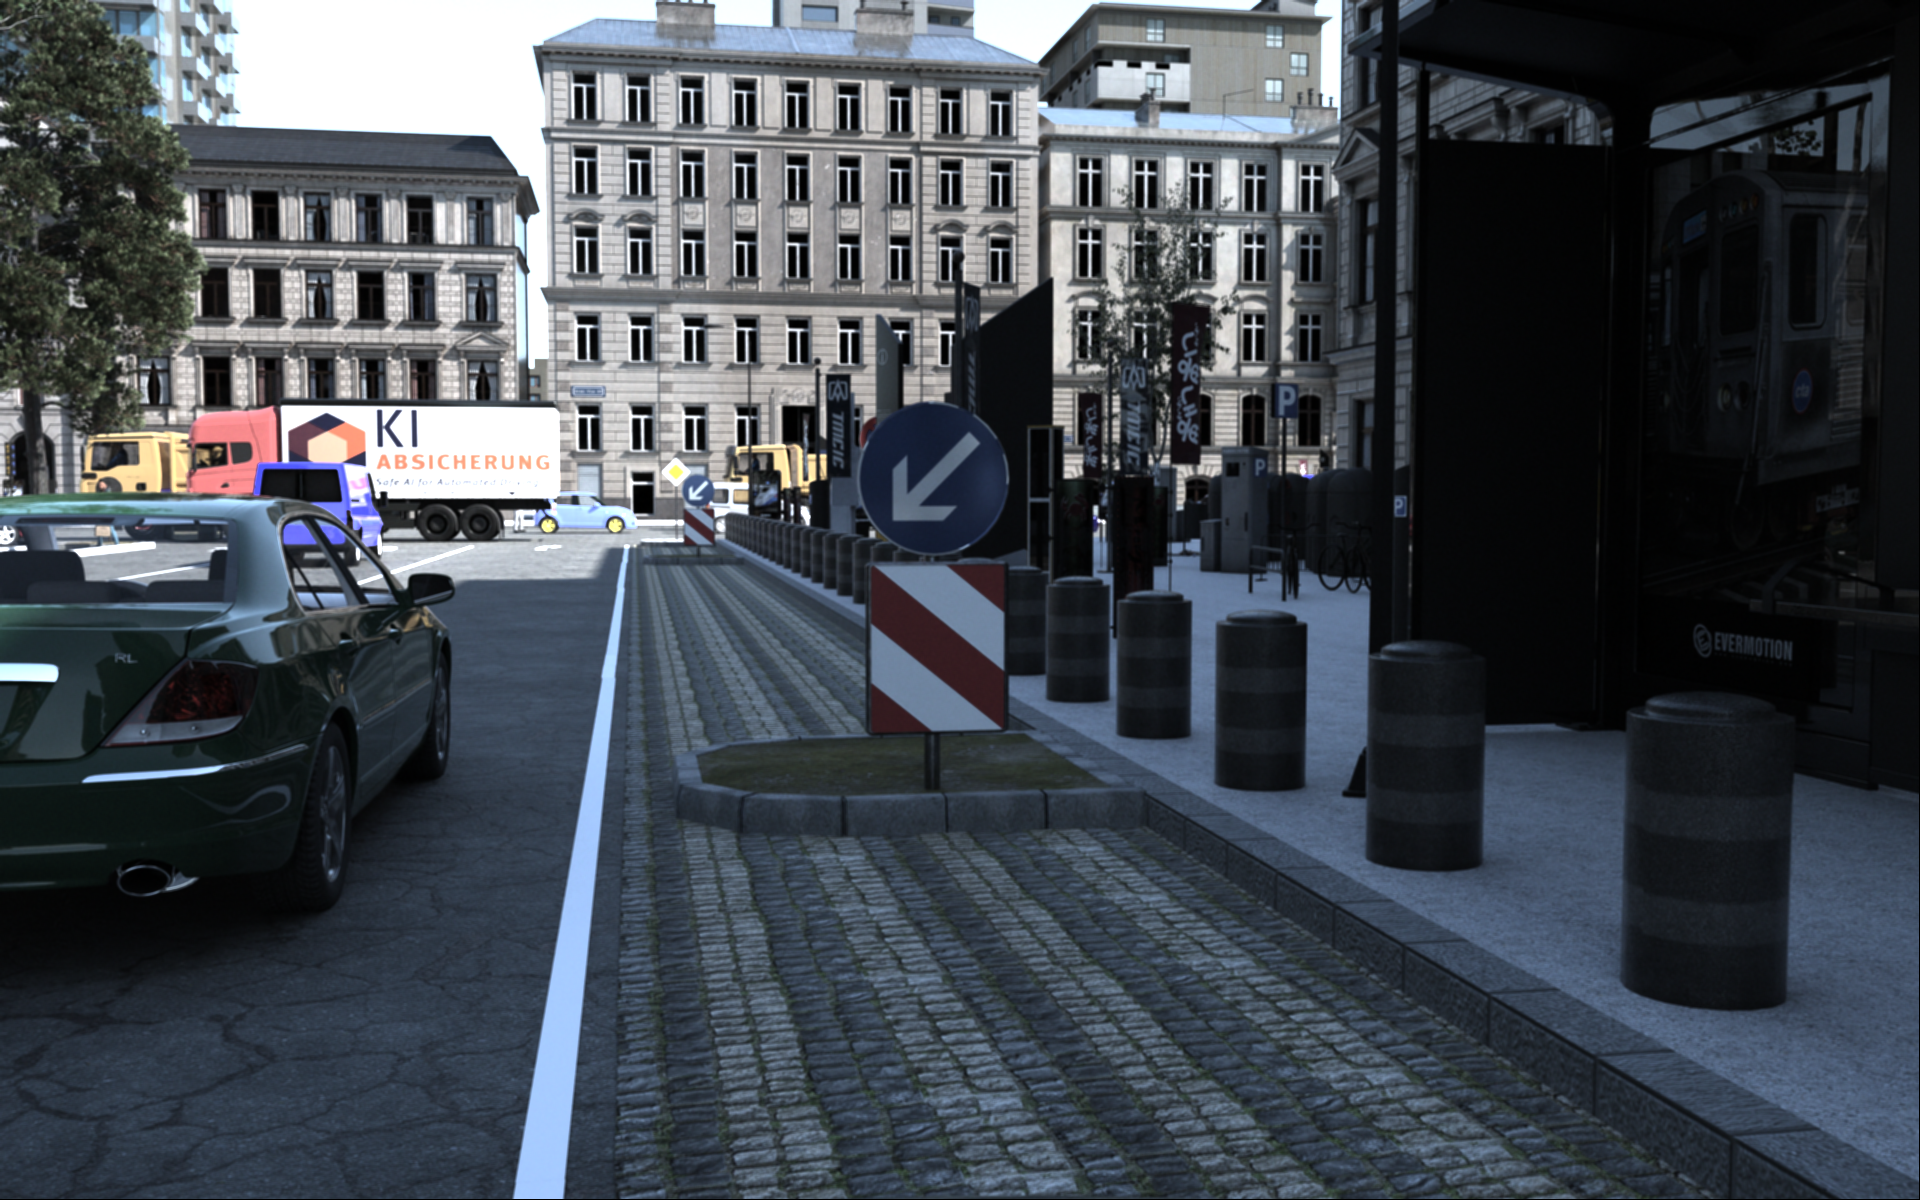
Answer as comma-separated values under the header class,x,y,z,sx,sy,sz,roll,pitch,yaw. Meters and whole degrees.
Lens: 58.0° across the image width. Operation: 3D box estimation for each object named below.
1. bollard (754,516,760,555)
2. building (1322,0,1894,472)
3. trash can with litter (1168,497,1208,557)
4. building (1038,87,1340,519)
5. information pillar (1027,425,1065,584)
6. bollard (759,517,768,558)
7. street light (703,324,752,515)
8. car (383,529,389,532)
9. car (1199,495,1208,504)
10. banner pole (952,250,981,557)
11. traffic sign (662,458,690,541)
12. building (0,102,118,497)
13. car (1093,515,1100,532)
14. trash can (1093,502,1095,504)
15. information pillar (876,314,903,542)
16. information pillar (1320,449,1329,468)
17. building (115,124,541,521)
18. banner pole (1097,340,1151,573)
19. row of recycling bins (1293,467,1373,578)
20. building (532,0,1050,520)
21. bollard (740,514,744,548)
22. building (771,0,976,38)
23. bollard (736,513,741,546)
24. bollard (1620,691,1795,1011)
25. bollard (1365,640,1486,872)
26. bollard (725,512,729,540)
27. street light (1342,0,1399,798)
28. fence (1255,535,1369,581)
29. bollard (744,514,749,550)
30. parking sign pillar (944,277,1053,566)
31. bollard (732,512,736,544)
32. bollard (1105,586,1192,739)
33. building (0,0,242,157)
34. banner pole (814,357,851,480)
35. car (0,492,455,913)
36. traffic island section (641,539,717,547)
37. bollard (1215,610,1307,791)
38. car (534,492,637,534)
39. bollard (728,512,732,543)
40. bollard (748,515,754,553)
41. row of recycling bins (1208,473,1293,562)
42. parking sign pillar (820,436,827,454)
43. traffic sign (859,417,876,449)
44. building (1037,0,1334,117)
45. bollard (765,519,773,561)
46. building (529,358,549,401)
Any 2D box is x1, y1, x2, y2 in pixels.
class,x,y,z,sx,sy,sz,roll,pitch,yaw
bollard,-4.048,-1.317,36.252,0.404,0.777,0.398,0,3,0
building,14.579,-10.141,30.429,10.561,19.102,19.286,-1,4,-11
trash can with litter,4.526,-1.541,36.248,2.233,1.210,1.678,-1,4,-13
building,20.263,-16.994,96.937,34.723,24.649,14.460,-1,4,-11
information pillar,0.923,-0.868,18.678,0.304,2.012,0.304,2,4,29
bollard,-3.755,-1.220,34.666,0.404,0.777,0.398,0,3,0
street light,-6.303,-4.582,47.459,1.470,5.913,1.316,-1,4,-11
car,-22.810,-3.331,64.053,3.694,1.707,1.945,-1,4,-11
car,9.809,-2.951,57.294,4.494,1.783,2.155,-1,4,-12
banner pole,0.069,-1.719,18.121,0.401,3.779,0.863,1,4,21
traffic sign,-7.817,-2.696,47.720,0.795,2.450,0.064,-1,4,-11
building,-52.402,-14.726,82.578,24.055,21.916,13.314,-1,4,-11
car,2.451,-2.630,55.575,3.894,1.354,1.945,-1,4,-12
trash can,2.129,-1.246,32.024,0.748,1.137,0.748,0,3,0
information pillar,-0.921,-1.905,22.495,0.183,3.616,0.504,-3,5,-41
information pillar,18.751,-5.985,89.208,0.504,3.616,0.183,1,4,20
building,-30.770,-13.503,85.405,19.286,19.102,10.561,-1,4,-11
banner pole,2.669,-2.334,28.175,0.863,3.779,0.401,0,4,4
row of recycling bins,6.219,-1.294,28.270,1.069,1.692,3.534,0,4,5
building,-8.957,-17.928,90.393,25.104,27.353,12.463,-1,4,-11
bollard,-4.948,-1.609,41.023,0.404,0.777,0.398,0,3,0
building,-9.208,-39.203,182.970,21.231,58.520,28.212,-1,4,-11
bollard,-5.244,-1.706,42.613,0.404,0.777,0.398,0,3,0
bollard,1.927,0.627,4.473,0.404,0.777,0.398,0,3,0
bollard,1.626,0.530,6.057,0.404,0.777,0.398,0,3,0
bollard,-6.147,-1.998,47.377,0.404,0.777,0.398,0,3,0
street light,1.263,-2.117,7.151,1.470,5.913,1.316,-1,4,-11
fence,5.319,-0.597,25.135,2.069,0.683,0.278,2,4,29
bollard,-4.647,-1.512,39.431,0.404,0.777,0.398,0,3,0
parking sign pillar,0.480,-2.024,21.569,1.447,3.967,1.447,-1,4,-18
bollard,-5.546,-1.804,44.204,0.404,0.777,0.398,0,3,0
bollard,1.034,0.336,9.228,0.404,0.777,0.398,0,3,0
building,-73.020,-32.080,144.120,23.786,49.044,30.456,-1,4,-11
banner pole,-2.386,-2.556,31.812,0.863,3.779,0.401,1,4,11
car,-3.280,0.280,7.222,2.131,1.459,4.920,-1,4,-9
traffic island section,-7.796,-1.561,47.802,2.009,0.180,2.903,-1,4,-11
bollard,1.326,0.433,7.642,0.404,0.777,0.398,0,3,0
car,-13.732,-3.296,63.478,3.694,1.707,1.945,-1,4,-10
bollard,-5.845,-1.900,45.789,0.404,0.777,0.398,0,3,0
bollard,-4.352,-1.415,37.846,0.404,0.777,0.398,0,3,0
row of recycling bins,5.691,-1.579,32.922,1.069,1.692,3.534,2,4,34
parking sign pillar,-5.660,-5.357,76.067,1.447,3.967,1.447,0,4,-7
traffic sign,-1.249,-1.713,28.120,0.768,2.556,0.104,0,4,-4
building,21.874,-36.697,189.230,27.495,52.752,28.713,-1,4,-11
bollard,-3.453,-1.122,33.068,0.404,0.777,0.398,0,3,0
building,-53.495,-24.919,252.467,28.899,21.520,27.650,-1,4,-11
